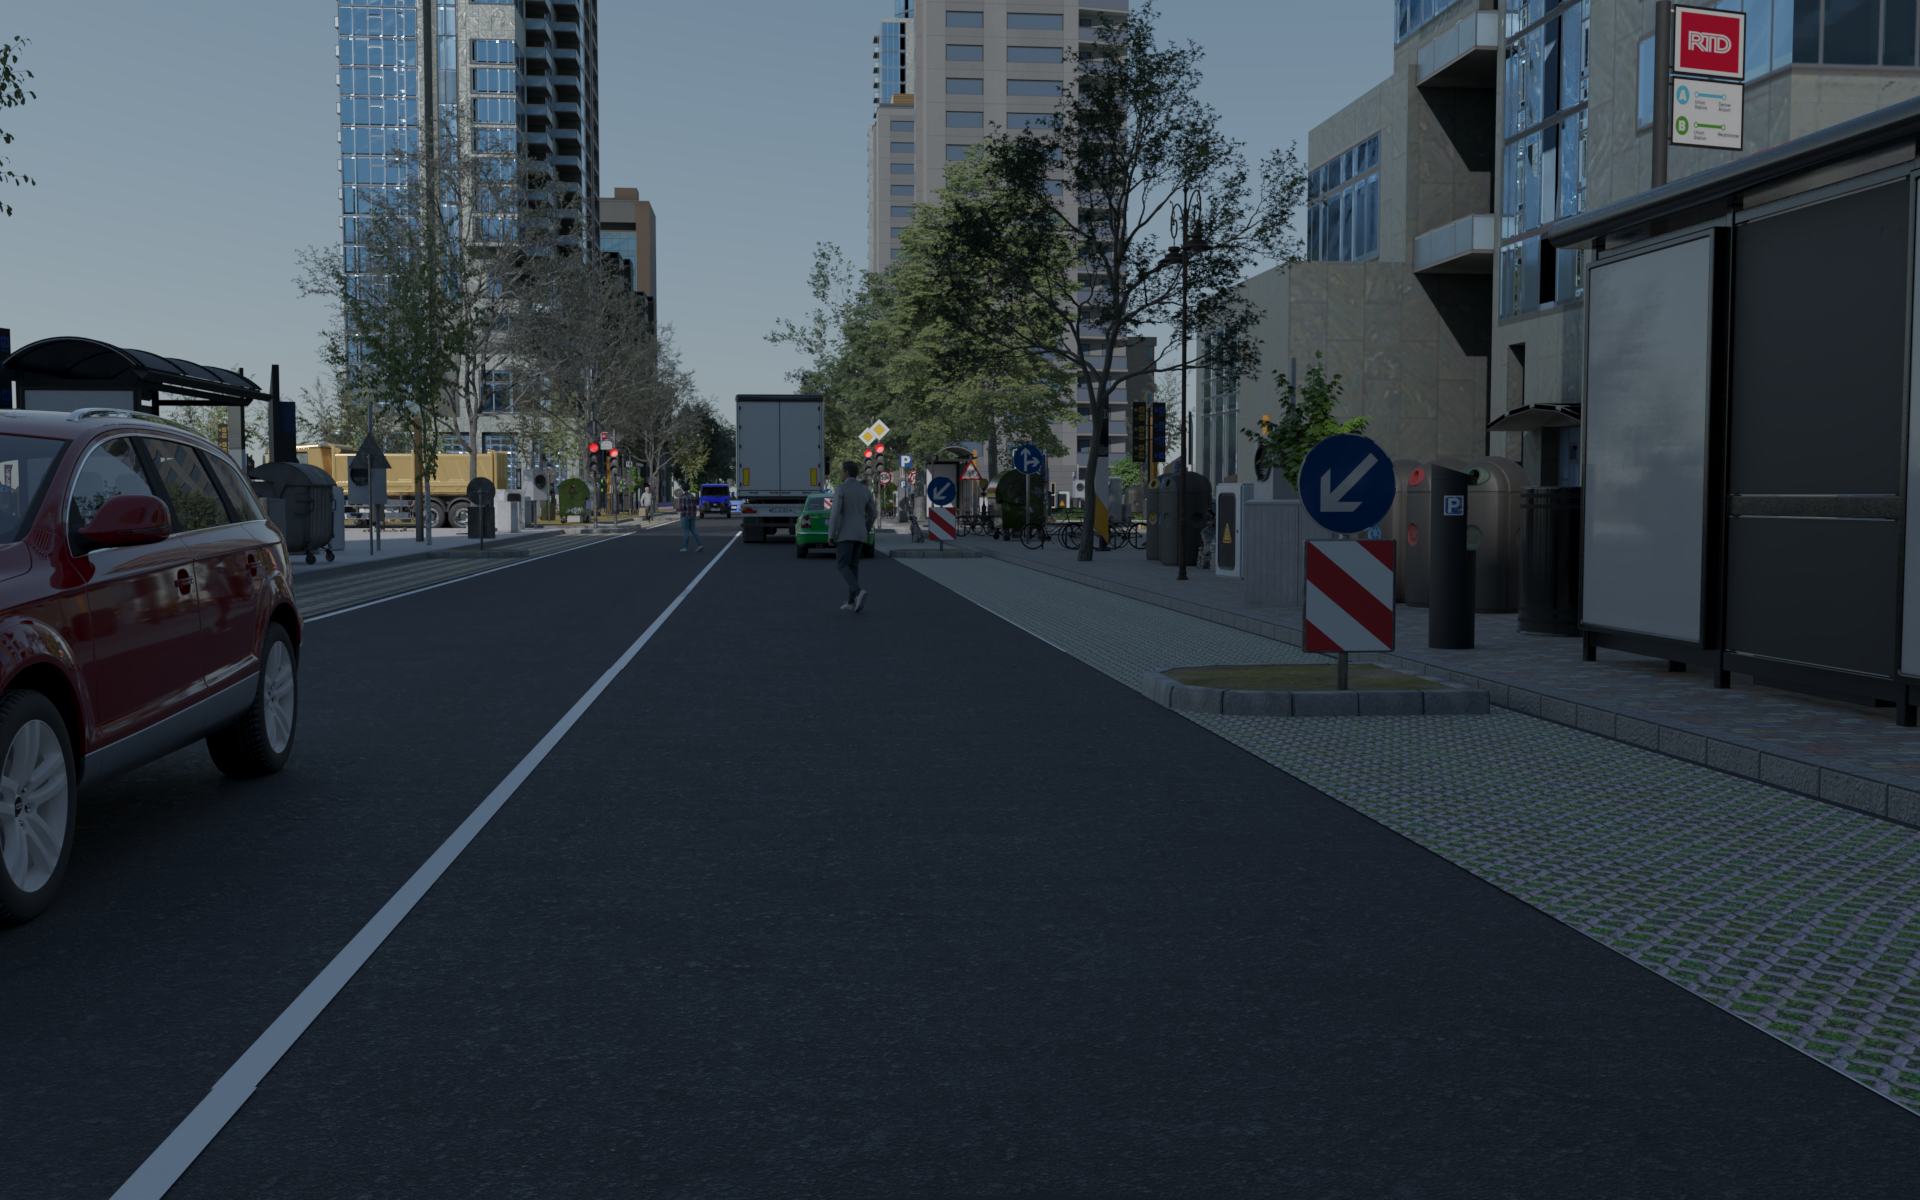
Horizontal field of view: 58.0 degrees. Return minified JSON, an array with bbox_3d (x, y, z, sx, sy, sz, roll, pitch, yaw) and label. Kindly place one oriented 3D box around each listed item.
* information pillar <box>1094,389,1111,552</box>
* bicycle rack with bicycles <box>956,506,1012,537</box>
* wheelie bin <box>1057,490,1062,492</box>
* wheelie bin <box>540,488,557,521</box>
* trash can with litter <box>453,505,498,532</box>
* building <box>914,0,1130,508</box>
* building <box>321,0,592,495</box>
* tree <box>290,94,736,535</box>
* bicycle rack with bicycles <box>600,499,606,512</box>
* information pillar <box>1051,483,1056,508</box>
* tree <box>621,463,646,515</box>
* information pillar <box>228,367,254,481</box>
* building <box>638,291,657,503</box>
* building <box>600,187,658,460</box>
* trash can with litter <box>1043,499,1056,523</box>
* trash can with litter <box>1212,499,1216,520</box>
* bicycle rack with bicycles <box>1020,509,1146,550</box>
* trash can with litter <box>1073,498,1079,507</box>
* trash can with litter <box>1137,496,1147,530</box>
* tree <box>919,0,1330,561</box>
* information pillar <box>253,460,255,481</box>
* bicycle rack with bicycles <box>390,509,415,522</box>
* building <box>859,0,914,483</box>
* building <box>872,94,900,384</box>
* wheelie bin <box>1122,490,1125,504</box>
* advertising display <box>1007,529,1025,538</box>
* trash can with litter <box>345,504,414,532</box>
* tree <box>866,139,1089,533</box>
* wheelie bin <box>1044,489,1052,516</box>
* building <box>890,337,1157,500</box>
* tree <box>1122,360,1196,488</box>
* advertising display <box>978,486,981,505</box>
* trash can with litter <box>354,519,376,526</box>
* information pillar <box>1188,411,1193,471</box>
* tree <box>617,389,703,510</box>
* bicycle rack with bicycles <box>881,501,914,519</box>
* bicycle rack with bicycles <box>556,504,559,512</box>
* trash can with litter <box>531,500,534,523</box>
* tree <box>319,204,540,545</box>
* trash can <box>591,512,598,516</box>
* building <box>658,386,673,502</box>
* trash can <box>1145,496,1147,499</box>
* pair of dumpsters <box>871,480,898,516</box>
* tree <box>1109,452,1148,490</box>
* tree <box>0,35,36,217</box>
[{"bbox_3d":[3.147,-2.893,38.653,0.183,3.616,0.504,3,5,43],"label":"information pillar"},{"bbox_3d":[1.084,-2.434,53.182,2.925,0.926,2.852,0,4,-5],"label":"bicycle rack with bicycles"},{"bbox_3d":[7.579,-7.571,131.693,0.693,1.594,0.980,-1,4,-16],"label":"wheelie bin"},{"bbox_3d":[-19.852,-4.624,83.508,0.693,1.594,0.980,-3,5,-43],"label":"wheelie bin"},{"bbox_3d":[-16.315,-2.955,59.378,1.678,1.210,2.233,-3,5,-43],"label":"trash can with litter"},{"bbox_3d":[5.909,-38.624,173.498,21.231,58.520,28.212,0,4,-6],"label":"building"},{"bbox_3d":[-44.997,-51.724,158.355,22.319,86.520,31.000,0,4,-6],"label":"building"},{"bbox_3d":[-15.433,-8.804,54.314,12.009,13.543,11.850,0,3,0],"label":"tree"},{"bbox_3d":[-24.328,-6.621,121.637,2.852,0.926,2.925,0,4,-5],"label":"bicycle rack with bicycles"},{"bbox_3d":[6.052,-6.596,112.335,0.304,2.012,0.304,1,4,9],"label":"information pillar"},{"bbox_3d":[-20.499,-6.929,107.898,1.663,3.219,1.824,0,3,0],"label":"tree"},{"bbox_3d":[-13.454,-2.503,32.272,0.504,3.616,0.183,3,5,40],"label":"information pillar"},{"bbox_3d":[-50.033,-28.804,242.647,14.160,30.474,14.107,0,4,-6],"label":"building"},{"bbox_3d":[-52.240,-37.068,256.166,14.600,45.320,14.200,0,4,-6],"label":"building"},{"bbox_3d":[3.719,-3.968,76.264,0.624,1.170,1.055,3,5,43],"label":"trash can with litter"},{"bbox_3d":[5.357,-1.495,35.831,0.624,1.170,1.055,1,4,11],"label":"trash can with litter"},{"bbox_3d":[3.158,-1.664,40.591,2.925,0.926,2.852,1,4,23],"label":"bicycle rack with bicycles"},{"bbox_3d":[7.470,-6.491,117.183,2.233,1.210,1.678,-1,4,-10],"label":"trash can with litter"},{"bbox_3d":[7.337,-3.202,63.404,2.233,1.210,1.678,0,4,0],"label":"trash can with litter"},{"bbox_3d":[2.641,-6.010,32.677,7.601,10.594,8.767,3,5,42],"label":"tree"},{"bbox_3d":[-41.239,-6.686,100.674,0.504,3.616,0.183,-2,4,-30],"label":"information pillar"},{"bbox_3d":[-25.613,-4.167,81.505,2.852,0.926,2.925,3,4,36],"label":"bicycle rack with bicycles"},{"bbox_3d":[-6.690,-59.865,291.470,22.319,86.520,31.000,0,4,-6],"label":"building"},{"bbox_3d":[-2.669,-44.060,262.376,21.231,58.520,28.212,0,4,-6],"label":"building"},{"bbox_3d":[12.140,-7.443,129.601,0.980,1.594,0.693,0,4,-1],"label":"wheelie bin"},{"bbox_3d":[1.646,-2.763,50.384,0.123,1.923,0.974,2,4,35],"label":"advertising display"},{"bbox_3d":[-19.406,-2.926,58.899,1.678,1.210,2.233,3,4,37],"label":"trash can with litter"},{"bbox_3d":[0.705,-8.436,56.062,7.486,12.596,7.792,0,3,0],"label":"tree"},{"bbox_3d":[5.092,-5.774,102.316,0.693,1.594,0.980,-1,4,-16],"label":"wheelie bin"},{"bbox_3d":[6.329,-21.914,203.336,27.650,21.520,28.899,0,4,-6],"label":"building"},{"bbox_3d":[10.949,-8.839,94.880,4.360,8.622,3.978,0,3,0],"label":"tree"},{"bbox_3d":[1.524,-7.985,135.767,0.123,1.923,0.974,0,4,5],"label":"advertising display"},{"bbox_3d":[-24.069,-3.606,70.352,0.624,1.170,1.055,1,4,21],"label":"trash can with litter"},{"bbox_3d":[6.550,-3.540,49.232,0.183,3.616,0.504,1,4,14],"label":"information pillar"},{"bbox_3d":[-24.733,-12.748,142.849,7.601,10.594,8.767,-1,4,-9],"label":"tree"},{"bbox_3d":[-2.596,-4.664,89.637,2.852,0.926,2.925,-2,4,-31],"label":"bicycle rack with bicycles"},{"bbox_3d":[-29.317,-6.567,120.746,2.925,0.926,2.852,0,4,6],"label":"bicycle rack with bicycles"},{"bbox_3d":[-19.214,-4.006,76.878,0.624,1.170,1.055,-3,4,-37],"label":"trash can with litter"},{"bbox_3d":[-13.573,-5.680,43.238,4.737,8.622,4.395,0,3,0],"label":"tree"},{"bbox_3d":[-21.567,-5.508,101.703,0.748,1.137,0.748,0,3,0],"label":"trash can"},{"bbox_3d":[-60.926,-26.484,278.051,27.650,21.520,28.899,0,4,-6],"label":"building"},{"bbox_3d":[12.948,-6.503,117.983,0.748,1.137,0.748,0,3,0],"label":"trash can"},{"bbox_3d":[-4.340,-6.030,101.088,1.574,2.255,4.437,0,4,-6],"label":"pair of dumpsters"},{"bbox_3d":[13.101,-9.190,133.973,4.285,4.588,4.351,0,3,0],"label":"tree"},{"bbox_3d":[-11.317,-4.087,17.182,4.737,8.622,4.395,0,3,0],"label":"tree"}]
